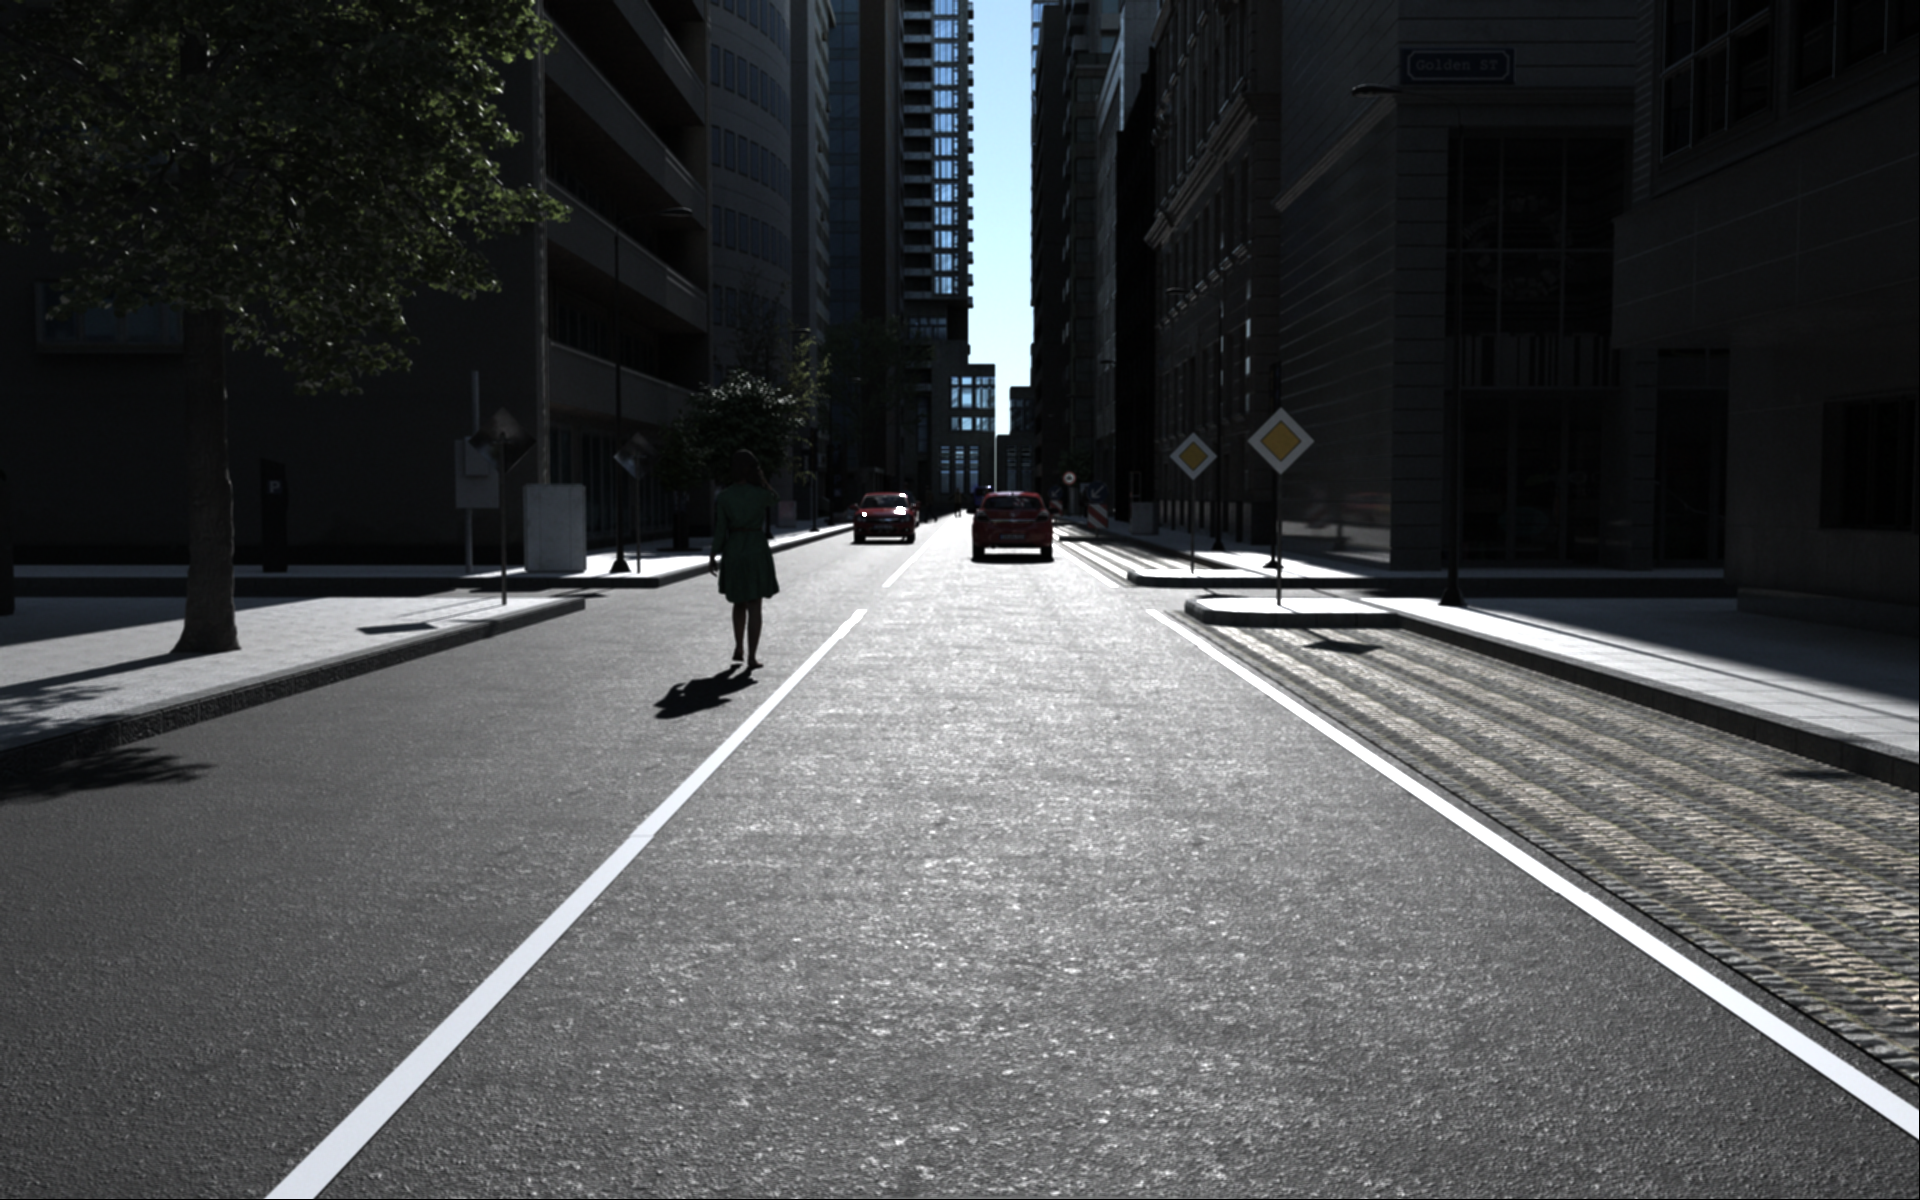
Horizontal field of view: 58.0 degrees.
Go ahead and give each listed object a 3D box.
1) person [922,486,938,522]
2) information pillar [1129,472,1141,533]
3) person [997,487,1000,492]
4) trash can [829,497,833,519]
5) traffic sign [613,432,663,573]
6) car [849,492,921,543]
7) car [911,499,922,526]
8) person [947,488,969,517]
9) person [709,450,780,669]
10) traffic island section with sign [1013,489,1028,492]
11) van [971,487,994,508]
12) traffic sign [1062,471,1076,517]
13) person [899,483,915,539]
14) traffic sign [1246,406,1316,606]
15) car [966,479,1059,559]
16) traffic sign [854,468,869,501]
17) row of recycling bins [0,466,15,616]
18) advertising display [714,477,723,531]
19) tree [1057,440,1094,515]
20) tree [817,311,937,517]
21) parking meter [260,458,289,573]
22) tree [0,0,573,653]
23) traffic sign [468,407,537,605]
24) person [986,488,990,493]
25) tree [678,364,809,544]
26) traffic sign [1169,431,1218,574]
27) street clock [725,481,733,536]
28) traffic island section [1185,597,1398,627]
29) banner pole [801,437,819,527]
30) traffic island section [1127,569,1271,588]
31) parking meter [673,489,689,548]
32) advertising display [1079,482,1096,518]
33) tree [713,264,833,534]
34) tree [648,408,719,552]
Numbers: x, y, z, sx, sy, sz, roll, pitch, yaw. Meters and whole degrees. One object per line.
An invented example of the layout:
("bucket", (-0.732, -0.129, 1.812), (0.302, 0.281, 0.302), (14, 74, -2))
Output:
("person", (-1.546, -4.871, 88.044), (0.836, 1.842, 0.656), (0, 4, -2))
("information pillar", (5.796, -3.231, 57.321), (0.304, 2.012, 0.304), (-1, 4, -9))
("person", (2.226, -5.691, 101.539), (0.794, 1.824, 0.713), (2, 4, 25))
("trash can", (-6.472, -4.793, 90.013), (0.748, 1.137, 0.748), (0, 3, 0))
("traffic sign", (-5.199, -1.488, 27.977), (0.795, 2.450, 0.064), (0, 4, 1))
("car", (-2.249, -2.641, 52.214), (2.155, 1.783, 4.494), (0, 4, -1))
("car", (-2.728, -4.063, 75.467), (2.155, 1.783, 4.494), (0, 4, 1))
("person", (-0.136, -6.185, 109.722), (1.348, 1.812, 0.705), (0, 4, -3))
("person", (-1.786, -0.344, 14.366), (0.600, 1.795, 0.529), (0, 4, -7))
("traffic island section with sign", (4.988, -9.061, 156.781), (1.989, 1.847, 2.006), (0, 4, 1))
("van", (2.079, -8.875, 149.486), (2.240, 2.365, 5.245), (0, 3, 0))
("traffic sign", (6.093, -5.901, 96.592), (0.768, 2.556, 0.104), (0, 4, 3))
("person", (-1.723, -2.822, 54.988), (0.601, 1.785, 0.444), (0, 4, 2))
("traffic sign", (3.670, -0.994, 19.888), (0.795, 2.450, 0.064), (0, 4, 1))
("car", (1.206, -1.877, 39.729), (2.155, 1.783, 4.494), (0, 4, 2))
("traffic sign", (-4.764, -5.120, 83.823), (0.768, 2.556, 0.104), (0, 4, 4))
("row of recycling bins", (-10.846, -0.600, 16.923), (1.069, 1.692, 3.534), (1, 4, 14))
("advertising display", (-8.420, -3.273, 58.722), (0.123, 1.923, 0.974), (2, 4, 35))
("tree", (7.449, -7.505, 106.416), (4.285, 4.588, 4.351), (0, 3, 0))
("tree", (-5.400, -10.457, 96.732), (9.928, 11.665, 9.643), (0, 3, 0))
("parking meter", (-11.209, -1.384, 28.342), (0.399, 1.863, 0.255), (-2, 4, -30))
("tree", (-6.386, -5.876, 14.194), (7.486, 12.596, 7.792), (0, 3, 0))
("traffic sign", (-5.274, -1.000, 19.992), (0.795, 2.450, 0.064), (0, 4, 1))
("person", (1.755, -5.563, 99.679), (0.699, 1.804, 1.509), (1, 4, 23))
("tree", (-5.511, -3.678, 43.854), (4.285, 4.588, 4.351), (0, 3, 0))
("traffic sign", (3.745, -1.482, 27.873), (0.795, 2.450, 0.064), (0, 4, 1))
("street clock", (-6.864, -2.900, 51.986), (0.471, 2.002, 0.358), (-2, 4, -26))
("traffic island section", (3.693, 0.142, 19.965), (2.009, 0.180, 2.903), (0, 4, 1))
("banner pole", (-5.840, -4.720, 67.184), (0.863, 3.779, 0.401), (-3, 5, -44))
("traffic island section", (3.769, -0.347, 27.950), (2.009, 0.180, 2.903), (0, 4, 1))
("parking meter", (-6.654, -2.009, 41.265), (0.372, 1.533, 0.369), (0, 3, 0))
("advertising display", (6.917, -5.437, 94.103), (0.974, 1.923, 0.123), (-1, 4, -16))
("tree", (-6.206, -6.418, 55.304), (4.360, 8.622, 3.978), (0, 3, 0))
("tree", (-6.294, -2.708, 38.883), (1.663, 3.219, 1.824), (0, 3, 0))
